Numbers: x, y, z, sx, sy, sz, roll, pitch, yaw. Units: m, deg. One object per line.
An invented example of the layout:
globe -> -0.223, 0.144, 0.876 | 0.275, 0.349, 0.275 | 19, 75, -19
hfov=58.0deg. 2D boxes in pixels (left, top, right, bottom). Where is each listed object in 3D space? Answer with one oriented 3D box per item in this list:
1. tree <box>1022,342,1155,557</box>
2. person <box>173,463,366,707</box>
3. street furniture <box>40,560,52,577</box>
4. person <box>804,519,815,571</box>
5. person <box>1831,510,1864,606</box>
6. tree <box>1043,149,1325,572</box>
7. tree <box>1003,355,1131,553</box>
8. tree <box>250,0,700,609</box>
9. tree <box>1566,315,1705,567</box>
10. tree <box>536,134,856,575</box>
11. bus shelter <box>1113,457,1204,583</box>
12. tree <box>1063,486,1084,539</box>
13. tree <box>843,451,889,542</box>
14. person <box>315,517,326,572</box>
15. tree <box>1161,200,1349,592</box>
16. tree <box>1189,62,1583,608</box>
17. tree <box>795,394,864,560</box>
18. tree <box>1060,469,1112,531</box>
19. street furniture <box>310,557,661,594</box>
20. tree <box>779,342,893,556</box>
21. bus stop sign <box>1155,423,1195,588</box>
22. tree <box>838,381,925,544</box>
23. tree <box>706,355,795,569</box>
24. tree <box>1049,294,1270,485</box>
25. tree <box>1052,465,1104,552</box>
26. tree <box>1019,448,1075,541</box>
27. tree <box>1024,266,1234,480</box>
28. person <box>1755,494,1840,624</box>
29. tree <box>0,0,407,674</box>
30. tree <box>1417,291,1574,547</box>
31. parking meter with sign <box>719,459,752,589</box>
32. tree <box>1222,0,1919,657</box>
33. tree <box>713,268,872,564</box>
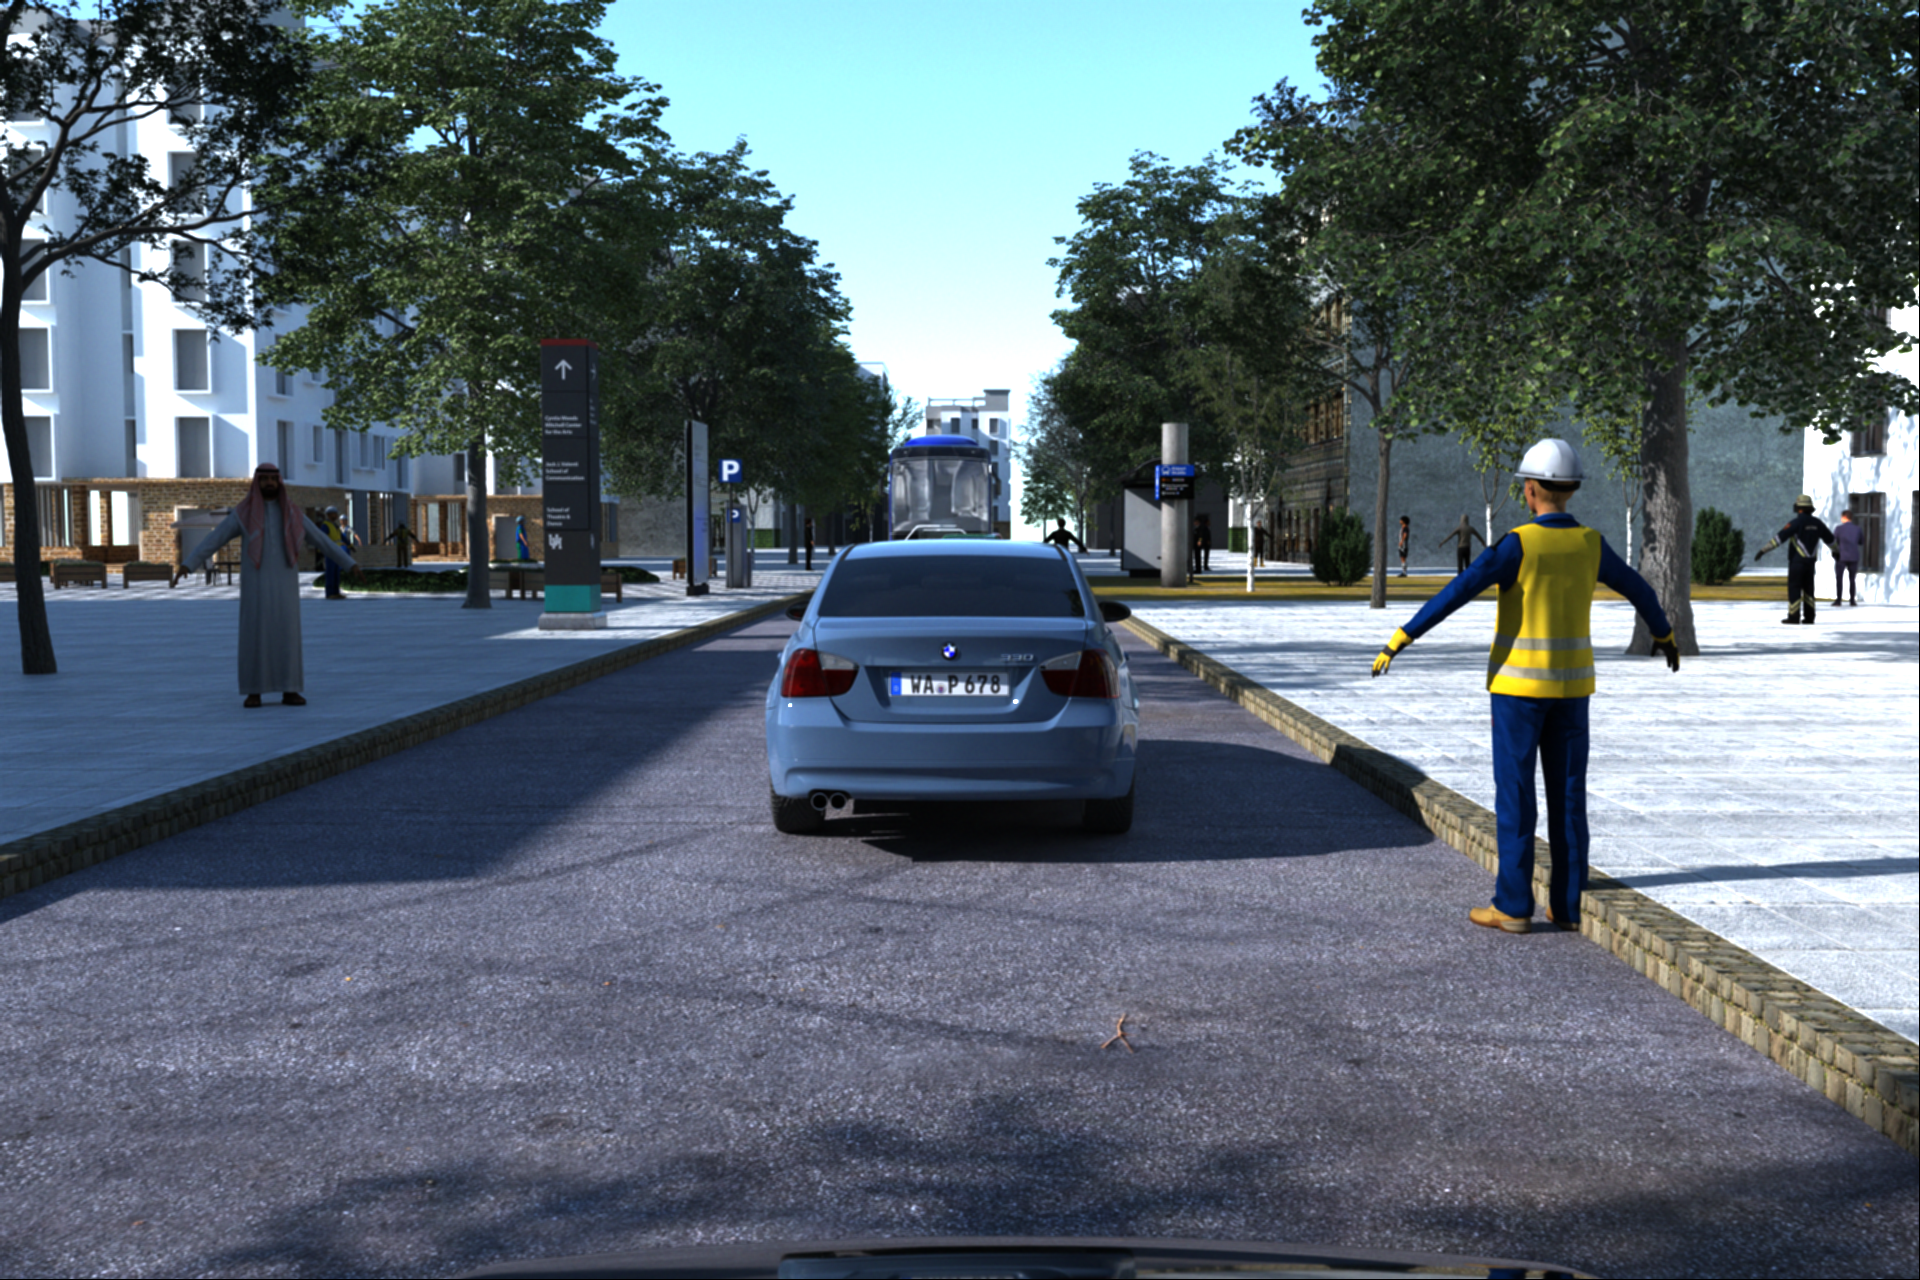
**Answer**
tree -> 8.717, -11.531, 98.894 | 12.009, 13.543, 11.850 | 0, 3, 0
person -> -5.149, -0.415, 12.936 | 1.347, 1.811, 0.704 | -2, 4, -30
street furniture -> -31.290, -2.172, 51.132 | 10.072, 0.657, 5.734 | 0, 4, -7
person -> -5.235, -3.308, 60.274 | 0.705, 1.806, 1.347 | -1, 4, -10
person -> 15.779, -1.458, 30.808 | 0.541, 1.710, 0.530 | 1, 4, 19
tree -> 7.268, -9.159, 56.409 | 9.857, 13.997, 8.962 | 0, 3, 0
tree -> 8.098, -12.498, 114.719 | 12.009, 13.543, 11.850 | 0, 3, 0
tree -> -8.453, -6.848, 30.093 | 7.486, 12.596, 7.792 | 0, 3, 0
tree -> 19.619, -6.124, 50.490 | 4.737, 8.622, 4.395 | 0, 3, 0
tree -> -8.180, -9.034, 54.357 | 9.857, 13.997, 8.962 | 0, 3, 0
bus shelter -> 5.454, -3.320, 48.206 | 2.014, 3.302, 5.546 | 0, 4, 1
tree -> 15.360, -17.143, 230.651 | 4.737, 8.622, 4.395 | 0, 3, 0
tree -> -6.967, -11.174, 133.051 | 4.737, 8.622, 4.395 | 0, 3, 0
person -> -21.808, -3.258, 59.050 | 0.705, 1.856, 1.354 | 0, 4, 4
tree -> 6.549, -5.400, 38.655 | 4.360, 8.622, 3.978 | 0, 3, 0
tree -> 7.590, -5.835, 29.821 | 7.601, 10.594, 8.767 | -1, 4, -17
tree -> -6.964, -8.226, 84.851 | 4.737, 8.622, 4.395 | 0, 3, 0
tree -> 9.353, -11.079, 131.506 | 4.737, 8.622, 4.395 | 0, 3, 0
street furniture -> -11.648, -1.632, 42.309 | 5.734, 0.657, 10.072 | 2, 4, 27
tree -> -7.494, -11.234, 101.803 | 7.486, 12.596, 7.792 | 0, 3, 0
bus stop sign -> 5.128, -3.203, 41.377 | 0.837, 3.901, 0.837 | 0, 4, 0
tree -> -6.432, -11.584, 115.151 | 9.928, 11.665, 9.643 | 0, 3, 0
tree -> -7.759, -6.947, 63.943 | 4.737, 8.622, 4.395 | 0, 3, 0
tree -> 7.838, -8.098, 66.810 | 8.767, 10.594, 7.601 | 0, 4, -4
tree -> 8.343, -10.656, 124.592 | 4.360, 8.622, 3.978 | 0, 3, 0
tree -> 11.375, -18.683, 223.593 | 7.486, 12.596, 7.792 | 0, 3, 0
tree -> 8.133, -10.326, 79.193 | 12.009, 13.543, 11.850 | 0, 3, 0
person -> 11.985, -1.150, 24.677 | 1.351, 1.845, 0.704 | -1, 4, -12
tree -> -8.777, -4.957, 15.464 | 7.601, 10.594, 8.767 | -2, 4, -33
tree -> 13.444, -5.700, 43.556 | 4.737, 8.622, 4.395 | 0, 3, 0
parking meter with sign -> -5.281, -2.742, 41.091 | 0.543, 3.016, 1.738 | 0, 4, 3
tree -> 7.428, -6.807, 17.945 | 9.857, 13.997, 8.962 | 0, 3, 0
tree -> -7.381, -9.524, 73.846 | 7.486, 12.596, 7.792 | 0, 3, 0
